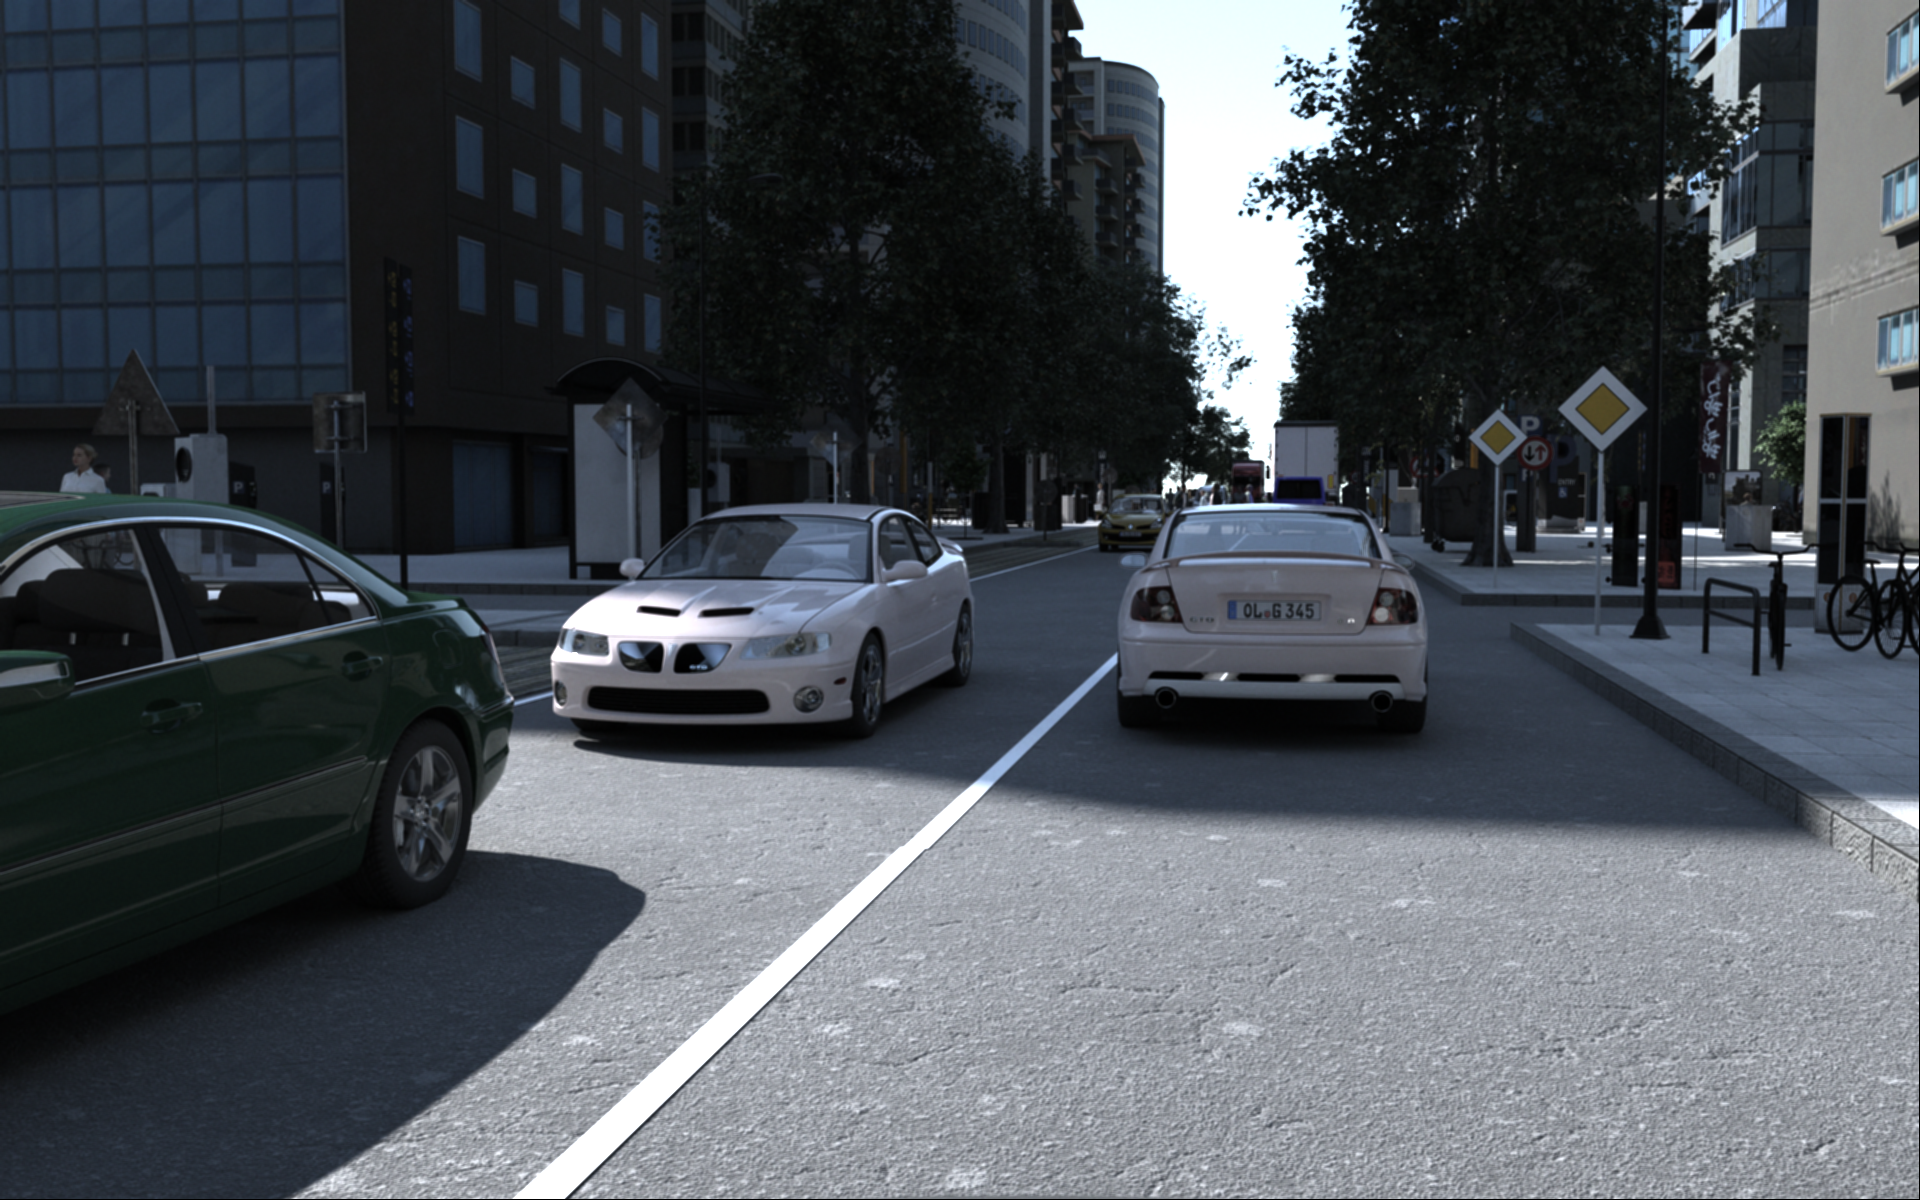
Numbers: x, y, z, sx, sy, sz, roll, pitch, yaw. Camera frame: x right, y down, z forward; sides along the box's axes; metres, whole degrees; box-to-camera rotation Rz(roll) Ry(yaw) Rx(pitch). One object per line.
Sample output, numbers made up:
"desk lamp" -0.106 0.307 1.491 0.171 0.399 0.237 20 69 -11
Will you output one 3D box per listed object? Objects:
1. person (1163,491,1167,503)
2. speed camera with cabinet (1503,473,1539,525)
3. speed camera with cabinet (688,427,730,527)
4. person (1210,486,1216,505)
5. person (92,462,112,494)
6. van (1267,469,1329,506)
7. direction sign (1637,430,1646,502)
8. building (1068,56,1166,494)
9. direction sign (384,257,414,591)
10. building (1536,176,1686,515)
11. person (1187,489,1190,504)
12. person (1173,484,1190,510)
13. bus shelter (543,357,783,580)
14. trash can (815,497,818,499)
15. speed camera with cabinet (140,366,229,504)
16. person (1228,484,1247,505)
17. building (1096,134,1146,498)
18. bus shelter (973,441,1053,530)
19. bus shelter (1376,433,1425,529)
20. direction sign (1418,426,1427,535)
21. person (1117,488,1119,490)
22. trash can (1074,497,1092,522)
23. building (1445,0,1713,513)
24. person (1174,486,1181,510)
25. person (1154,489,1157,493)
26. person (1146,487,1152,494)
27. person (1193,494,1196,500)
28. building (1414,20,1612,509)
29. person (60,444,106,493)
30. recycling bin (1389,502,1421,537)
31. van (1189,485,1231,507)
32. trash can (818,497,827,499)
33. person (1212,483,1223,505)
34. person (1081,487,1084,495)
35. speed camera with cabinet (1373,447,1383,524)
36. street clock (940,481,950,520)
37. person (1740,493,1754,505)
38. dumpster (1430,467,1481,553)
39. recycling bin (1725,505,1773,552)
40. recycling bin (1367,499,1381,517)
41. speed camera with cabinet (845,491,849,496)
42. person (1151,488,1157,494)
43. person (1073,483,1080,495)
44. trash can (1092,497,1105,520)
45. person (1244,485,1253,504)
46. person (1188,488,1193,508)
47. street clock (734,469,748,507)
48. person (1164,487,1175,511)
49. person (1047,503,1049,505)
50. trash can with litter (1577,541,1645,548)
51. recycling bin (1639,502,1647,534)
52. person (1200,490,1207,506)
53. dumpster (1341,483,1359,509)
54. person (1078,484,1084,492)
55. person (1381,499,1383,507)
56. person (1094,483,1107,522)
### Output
"person" 28.648 -14.353 241.530 0.721 1.723 1.217 -2 4 -26
"speed camera with cabinet" 23.781 -4.770 72.326 2.038 3.252 0.660 3 5 43
"speed camera with cabinet" -7.789 -3.482 51.265 2.038 3.252 0.660 2 4 31
"person" 10.039 -3.603 68.089 0.598 1.740 0.731 -2 4 -33
"person" -10.980 -0.836 22.032 0.748 1.841 0.638 2 4 35
"van" 12.151 -3.539 62.244 2.240 2.365 5.245 1 4 10
"direction sign" 24.131 -4.245 61.405 0.379 3.537 0.876 3 4 37
"building" 16.207 -42.427 235.673 21.231 58.520 28.212 1 4 11
"direction sign" -5.492 -1.531 17.032 0.379 3.537 0.876 0 4 -3
"building" 48.707 -16.511 115.001 27.650 21.520 28.899 1 4 11
"person" 21.939 -9.796 166.346 0.705 1.807 1.348 1 4 18
"person" 8.805 -3.646 68.099 0.794 1.824 0.713 -1 4 -18
"bus shelter" -4.659 -2.100 28.257 2.014 3.302 5.546 1 4 11
"trash can" -7.983 -5.101 95.062 0.748 1.137 0.748 0 3 0
"speed camera with cabinet" -12.179 -2.007 27.143 2.038 3.252 0.660 3 5 44
"person" 9.778 -3.209 61.327 0.716 1.782 0.532 2 4 28
"building" 10.558 -33.854 208.140 22.147 44.769 28.867 1 4 11
"bus shelter" 1.885 -5.440 66.575 2.179 5.291 8.768 1 4 11
"bus shelter" 17.026 -4.632 67.020 1.731 3.624 6.357 1 4 11
"direction sign" 14.359 -3.781 53.809 0.379 3.537 0.876 2 4 31
"person" 14.893 -9.592 162.858 1.348 1.826 0.705 -1 4 -21
"trash can" 5.455 -4.083 78.404 0.748 1.137 0.748 0 3 0
"building" 53.311 -32.040 143.470 23.786 49.044 30.456 1 4 11
"person" 10.127 -4.369 80.122 0.419 1.800 0.721 -1 4 -22
"person" 19.577 -10.214 173.586 0.990 1.755 0.434 1 4 19
"person" 9.699 -4.880 88.627 0.599 1.781 0.374 0 4 -4
"person" 13.936 -5.518 101.901 0.799 1.438 0.628 3 5 44
"building" 62.440 -54.482 203.456 22.319 86.520 31.000 1 4 11
"person" -9.038 -0.713 17.929 0.478 1.798 0.641 1 4 12
"recycling bin" 13.566 -2.459 52.760 0.722 1.027 0.722 3 5 41
"van" 12.021 -4.645 82.961 2.013 2.044 4.112 1 4 12
"trash can" -6.996 -4.980 93.079 0.748 1.137 0.748 0 3 0
"person" 7.794 -2.684 52.811 0.534 1.772 0.576 -2 4 -24
"person" 8.033 -6.713 116.322 0.721 1.766 1.217 -1 4 -21
"speed camera with cabinet" 18.384 -4.801 72.826 0.660 3.252 2.038 -3 5 -39
"street clock" -0.740 -4.910 84.851 0.358 2.002 0.471 3 5 43
"person" 20.075 -2.072 44.186 0.475 1.303 0.640 1 4 12
"dumpster" 11.147 -2.000 38.451 1.264 1.857 1.865 1 4 11
"recycling bin" 17.771 -1.619 39.028 0.722 1.027 0.722 -2 4 -31
"recycling bin" 22.978 -5.136 96.523 0.722 1.027 0.722 3 4 39
"speed camera with cabinet" -6.433 -6.633 102.791 2.038 3.252 0.660 0 4 5
"person" 18.213 -9.618 163.306 1.348 1.823 0.705 -1 4 -11
"person" 5.947 -4.987 87.439 0.638 1.841 0.748 -1 4 -13
"trash can" 6.863 -4.559 86.186 0.748 1.137 0.748 0 3 0
"person" 10.342 -3.254 62.183 0.515 1.767 0.782 0 4 -5
"person" 21.612 -9.561 162.459 0.705 1.812 1.348 -1 4 -12
"street clock" -6.308 -2.772 49.900 0.358 2.002 0.471 -2 4 -33
"person" 11.368 -5.183 93.522 0.678 1.792 0.850 0 4 -5
"person" 3.543 -3.761 72.201 0.362 1.253 0.373 -1 4 -18
"trash can with litter" 15.715 -1.888 41.923 2.233 1.210 1.678 -2 4 -26
"recycling bin" 21.831 -2.659 56.023 0.722 1.027 0.722 0 4 4
"person" 10.787 -4.069 76.847 0.330 1.601 0.589 0 4 3
"dumpster" 21.298 -5.392 93.909 1.264 1.857 1.865 1 4 11
"person" 6.187 -5.098 89.581 0.419 1.800 0.721 1 4 13
"person" 37.643 -8.877 154.412 0.991 1.433 0.599 -3 4 -39
"person" 6.577 -4.554 80.846 0.624 1.780 0.694 2 4 32
